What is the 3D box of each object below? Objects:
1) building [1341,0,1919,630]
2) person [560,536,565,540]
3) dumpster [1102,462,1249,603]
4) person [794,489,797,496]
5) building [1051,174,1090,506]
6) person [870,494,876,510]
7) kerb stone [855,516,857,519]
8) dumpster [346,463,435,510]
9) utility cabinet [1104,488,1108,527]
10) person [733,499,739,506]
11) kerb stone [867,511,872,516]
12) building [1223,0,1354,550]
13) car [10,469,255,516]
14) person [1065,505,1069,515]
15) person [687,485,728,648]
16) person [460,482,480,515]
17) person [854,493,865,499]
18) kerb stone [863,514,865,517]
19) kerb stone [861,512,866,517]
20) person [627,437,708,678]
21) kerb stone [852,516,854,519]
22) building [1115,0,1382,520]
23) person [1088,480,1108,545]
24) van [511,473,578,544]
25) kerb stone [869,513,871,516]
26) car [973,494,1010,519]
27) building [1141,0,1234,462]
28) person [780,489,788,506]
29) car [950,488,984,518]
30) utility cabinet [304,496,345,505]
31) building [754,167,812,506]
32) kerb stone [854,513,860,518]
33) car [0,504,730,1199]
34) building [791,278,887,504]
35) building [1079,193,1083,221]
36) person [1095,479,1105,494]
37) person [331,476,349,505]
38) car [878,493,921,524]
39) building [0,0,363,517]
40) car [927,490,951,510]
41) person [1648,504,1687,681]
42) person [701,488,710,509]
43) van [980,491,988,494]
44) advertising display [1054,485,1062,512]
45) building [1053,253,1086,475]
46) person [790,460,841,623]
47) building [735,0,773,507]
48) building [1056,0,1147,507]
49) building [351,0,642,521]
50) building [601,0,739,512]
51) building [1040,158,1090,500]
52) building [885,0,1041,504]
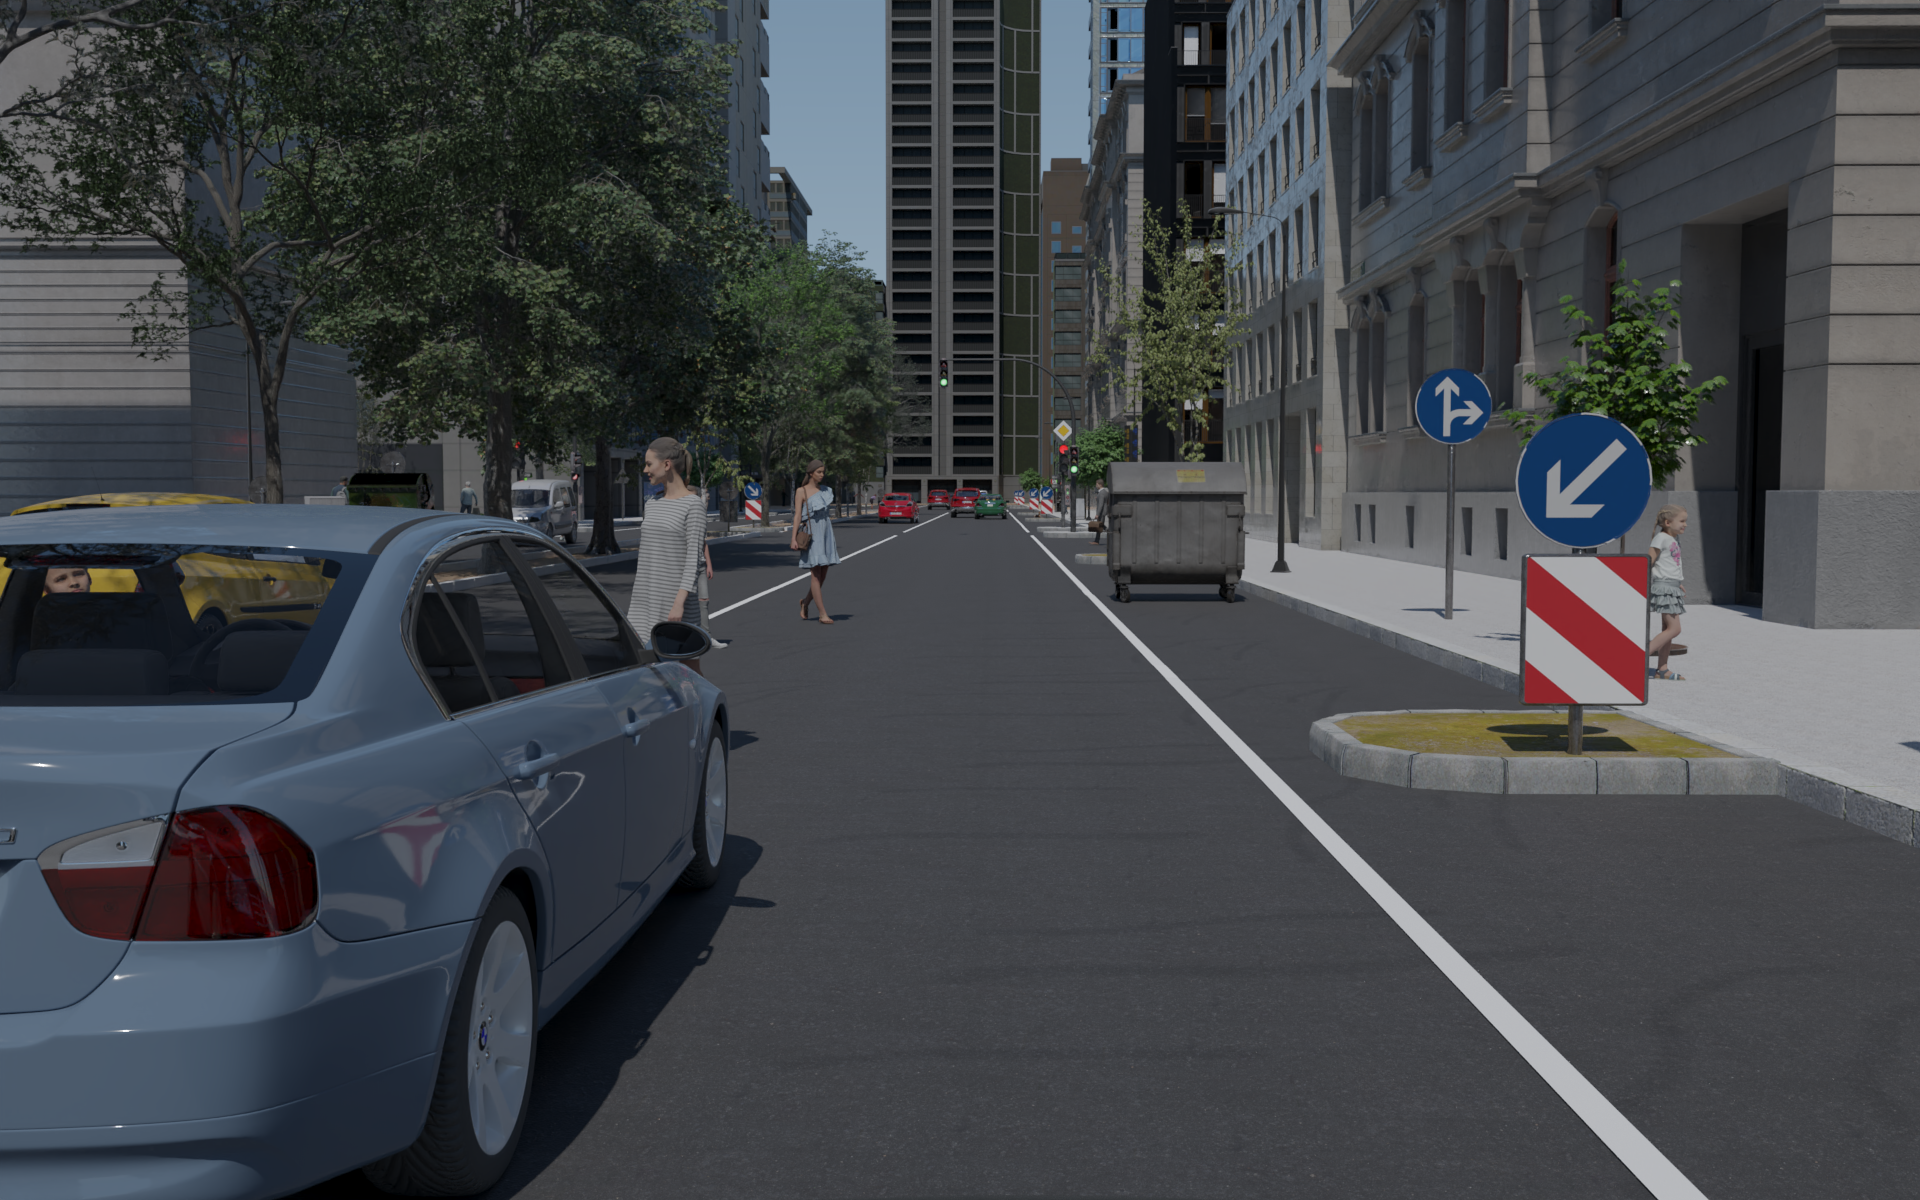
[{"bbox_3d":[14.513,-14.627,26.534,14.401,28.519,23.554,0,4,1],"label":"building"},{"bbox_3d":[-12.125,-2.680,53.327,0.512,1.701,0.522,1,4,12],"label":"person"},{"bbox_3d":[2.877,-0.920,23.250,1.865,1.857,1.264,0,4,1],"label":"dumpster"},{"bbox_3d":[-15.692,-9.847,167.122,1.350,1.814,0.705,3,5,40],"label":"person"},{"bbox_3d":[26.266,-30.348,188.070,32.217,40.220,23.993,0,4,1],"label":"building"},{"bbox_3d":[-7.647,-8.609,152.485,0.697,1.427,0.421,-3,5,-41],"label":"person"},{"bbox_3d":[-6.161,-4.712,99.240,0.120,0.150,1.000,0,4,1],"label":"kerb stone"},{"bbox_3d":[-15.051,-2.496,45.768,1.985,2.255,1.502,0,4,0],"label":"dumpster"},{"bbox_3d":[5.932,-3.477,65.535,1.173,1.500,0.318,-3,5,-41],"label":"utility cabinet"},{"bbox_3d":[-17.026,-7.169,128.758,1.012,1.151,0.738,0,4,3],"label":"person"},{"bbox_3d":[-5.939,-5.464,111.534,0.120,0.150,1.000,0,4,1],"label":"kerb stone"},{"bbox_3d":[13.533,-11.757,46.975,10.420,20.320,16.860,0,4,1],"label":"building"},{"bbox_3d":[-6.196,-0.220,13.820,2.015,1.641,3.980,0,4,1],"label":"car"},{"bbox_3d":[6.658,-6.255,108.730,0.534,1.772,0.576,2,4,27],"label":"person"},{"bbox_3d":[-2.459,-0.299,15.989,0.523,1.515,0.503,1,4,18],"label":"person"},{"bbox_3d":[-19.202,-3.753,67.884,0.782,1.767,0.515,-2,4,-35],"label":"person"},{"bbox_3d":[-11.865,-11.905,203.114,1.348,1.831,0.705,0,4,-4],"label":"person"},{"bbox_3d":[-6.041,-5.088,105.387,0.120,0.150,1.000,0,4,1],"label":"kerb stone"},{"bbox_3d":[-6.036,-5.151,106.412,0.120,0.150,1.000,0,4,1],"label":"kerb stone"},{"bbox_3d":[-1.554,-0.001,9.259,0.466,1.731,0.760,0,4,4],"label":"person"},{"bbox_3d":[-6.191,-4.580,97.183,0.120,0.150,1.000,0,4,1],"label":"kerb stone"},{"bbox_3d":[15.444,-19.438,105.198,14.401,28.519,23.554,0,4,1],"label":"building"},{"bbox_3d":[3.992,-2.441,48.381,0.822,1.834,0.622,0,4,6],"label":"person"},{"bbox_3d":[-11.964,-2.543,48.593,2.013,2.044,4.112,0,4,2],"label":"van"},{"bbox_3d":[-5.956,-5.400,110.512,0.120,0.150,1.000,0,4,1],"label":"kerb stone"},{"bbox_3d":[1.777,-5.368,99.561,2.131,1.459,4.920,0,4,2],"label":"car"},{"bbox_3d":[16.204,-14.909,73.446,15.834,23.373,12.332,0,4,1],"label":"building"},{"bbox_3d":[-18.179,-10.572,178.913,0.705,1.821,1.348,2,4,32],"label":"person"},{"bbox_3d":[0.477,-5.948,105.924,2.281,1.827,5.304,0,4,1],"label":"car"},{"bbox_3d":[-16.876,-2.135,46.075,0.306,1.237,1.020,3,5,41],"label":"utility cabinet"},{"bbox_3d":[-29.682,-31.018,199.022,23.993,40.220,32.217,0,4,1],"label":"building"},{"bbox_3d":[-6.119,-4.838,101.289,0.120,0.150,1.000,0,4,1],"label":"kerb stone"},{"bbox_3d":[-1.778,0.438,4.846,2.014,1.417,4.499,0,4,1],"label":"car"},{"bbox_3d":[-16.719,-28.269,233.906,14.107,30.474,14.160,0,4,1],"label":"building"},{"bbox_3d":[16.264,-20.875,128.697,14.401,28.519,23.554,0,4,1],"label":"building"},{"bbox_3d":[5.673,-3.974,70.373,0.474,1.900,0.648,0,4,-4],"label":"person"},{"bbox_3d":[-16.964,-2.513,47.476,0.623,1.781,0.721,0,4,-3],"label":"person"},{"bbox_3d":[-3.005,-4.658,85.202,2.155,1.783,4.494,0,4,2],"label":"car"},{"bbox_3d":[-31.267,-12.750,50.259,24.055,21.916,13.314,0,4,1],"label":"building"},{"bbox_3d":[-1.902,-9.130,157.944,2.281,1.827,5.304,0,4,1],"label":"car"},{"bbox_3d":[4.852,-0.057,11.995,0.382,1.210,0.505,3,4,39],"label":"person"},{"bbox_3d":[-14.649,-5.541,99.441,0.599,1.781,0.374,-1,4,-17],"label":"person"},{"bbox_3d":[2.695,-12.530,211.883,2.013,2.044,4.112,0,4,2],"label":"van"},{"bbox_3d":[7.102,-7.256,123.847,0.123,1.923,0.974,1,4,22],"label":"advertising display"},{"bbox_3d":[18.106,-26.686,208.009,14.160,30.474,14.107,0,4,1],"label":"building"},{"bbox_3d":[-1.652,-0.655,19.297,0.616,1.811,0.778,-2,4,-34],"label":"person"},{"bbox_3d":[-31.715,-34.621,155.284,28.713,52.752,27.495,0,4,1],"label":"building"},{"bbox_3d":[20.702,-51.782,159.307,22.319,86.520,31.000,0,4,1],"label":"building"},{"bbox_3d":[-28.219,-39.944,91.343,20.563,71.187,20.611,0,4,1],"label":"building"},{"bbox_3d":[-28.908,-35.763,126.729,21.231,58.520,28.212,0,4,1],"label":"building"},{"bbox_3d":[18.053,-35.685,233.567,14.200,45.320,14.600,0,4,1],"label":"building"},{"bbox_3d":[0.696,-48.769,235.629,20.611,71.187,20.563,0,4,1],"label":"building"}]
